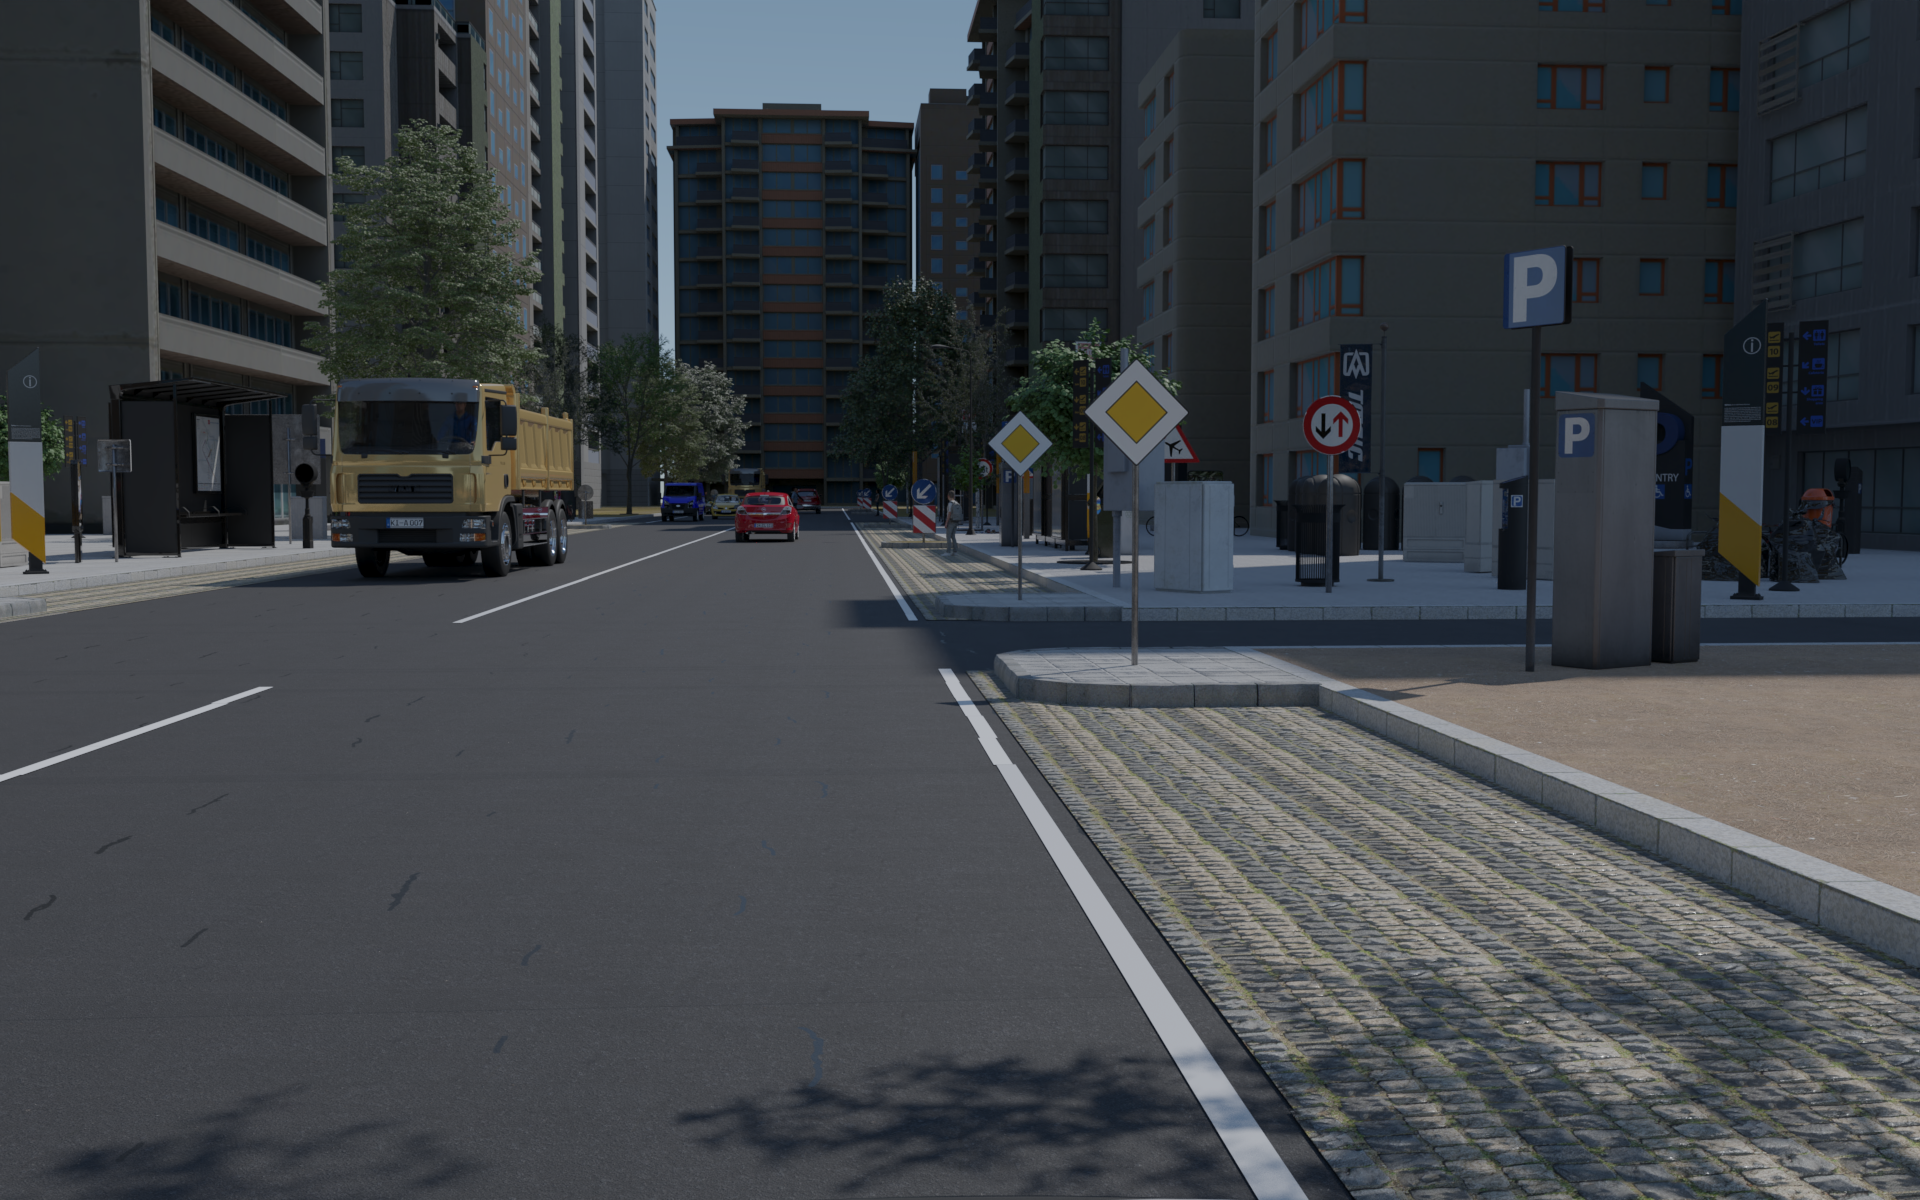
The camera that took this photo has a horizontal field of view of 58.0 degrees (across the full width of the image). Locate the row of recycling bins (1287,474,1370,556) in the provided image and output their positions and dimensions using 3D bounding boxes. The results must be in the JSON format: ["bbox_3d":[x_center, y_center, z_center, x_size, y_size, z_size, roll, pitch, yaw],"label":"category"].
[{"bbox_3d":[7.795,-1.854,37.419,1.069,1.692,3.534,0,4,-2],"label":"row of recycling bins"}]

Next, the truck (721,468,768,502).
[{"bbox_3d":[-16.291,-8.344,132.346,3.469,3.379,9.791,0,4,-5],"label":"truck"}]

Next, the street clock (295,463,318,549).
[{"bbox_3d":[-15.365,-2.214,40.761,0.471,2.002,0.358,0,4,4],"label":"street clock"}]

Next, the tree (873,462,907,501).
[{"bbox_3d":[-6.268,-10.526,155.806,4.285,4.588,4.351,0,3,0],"label":"tree"}]

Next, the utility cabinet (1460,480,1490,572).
[{"bbox_3d":[8.731,-1.209,28.448,1.173,1.500,0.318,-3,5,-42],"label":"utility cabinet"}]

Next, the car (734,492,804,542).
[{"bbox_3d":[-5.904,-2.703,53.228,2.155,1.783,4.494,0,4,-3],"label":"car"}]

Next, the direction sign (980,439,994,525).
[{"bbox_3d":[1.111,-4.831,70.987,0.379,3.537,0.876,3,5,41],"label":"direction sign"}]

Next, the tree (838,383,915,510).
[{"bbox_3d":[-6.125,-13.234,142.131,9.928,11.665,9.643,0,3,0],"label":"tree"}]

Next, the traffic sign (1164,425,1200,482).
[{"bbox_3d":[3.629,-1.804,29.500,0.884,2.594,0.081,0,4,5],"label":"traffic sign"}]

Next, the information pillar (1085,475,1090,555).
[{"bbox_3d":[2.737,-2.761,36.504,0.183,3.616,0.504,0,4,7],"label":"information pillar"}]

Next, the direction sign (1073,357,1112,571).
[{"bbox_3d":[2.214,-2.270,29.119,0.379,3.537,0.876,-3,5,-41],"label":"direction sign"}]

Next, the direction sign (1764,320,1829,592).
[{"bbox_3d":[10.929,-1.887,22.857,0.876,3.537,0.379,2,4,35],"label":"direction sign"}]

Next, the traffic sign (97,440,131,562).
[{"bbox_3d":[-15.857,-1.858,32.501,0.606,2.300,0.079,0,4,-2],"label":"traffic sign"}]

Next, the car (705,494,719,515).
[{"bbox_3d":[-16.683,-6.752,120.186,2.009,1.686,4.222,0,4,-2],"label":"car"}]

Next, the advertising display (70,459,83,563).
[{"bbox_3d":[-16.555,-1.668,32.481,0.123,1.923,0.974,-1,4,-23],"label":"advertising display"}]

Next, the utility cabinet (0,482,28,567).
[{"bbox_3d":[-16.763,-1.329,30.401,0.318,1.500,1.173,0,4,-7],"label":"utility cabinet"}]

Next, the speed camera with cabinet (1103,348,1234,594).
[{"bbox_3d":[2.773,-1.761,23.125,0.660,3.252,2.038,-2,4,-34],"label":"speed camera with cabinet"}]

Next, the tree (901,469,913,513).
[{"bbox_3d":[-3.104,-7.631,119.366,1.663,3.219,1.824,0,3,0],"label":"tree"}]

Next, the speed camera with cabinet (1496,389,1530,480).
[{"bbox_3d":[10.960,-2.391,33.433,0.660,3.252,2.038,3,4,37],"label":"speed camera with cabinet"}]

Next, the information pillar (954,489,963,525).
[{"bbox_3d":[-0.050,-4.102,71.567,0.304,2.012,0.304,1,4,19],"label":"information pillar"}]

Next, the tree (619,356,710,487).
[{"bbox_3d":[-24.612,-13.714,142.357,7.486,12.596,7.792,0,3,0],"label":"tree"}]

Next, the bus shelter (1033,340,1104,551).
[{"bbox_3d":[2.838,-3.996,42.971,2.179,5.291,8.768,0,4,-4],"label":"bus shelter"}]

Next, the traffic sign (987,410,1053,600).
[{"bbox_3d":[0.723,-1.055,20.888,0.795,2.450,0.064,0,4,-4],"label":"traffic sign"}]

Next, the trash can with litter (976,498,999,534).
[{"bbox_3d":[1.336,-2.789,56.650,1.678,1.210,2.233,-2,4,-31],"label":"trash can with litter"}]

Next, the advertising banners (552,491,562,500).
[{"bbox_3d":[-17.762,-4.921,76.643,0.090,3.025,2.074,0,4,0],"label":"advertising banners"}]

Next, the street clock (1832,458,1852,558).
[{"bbox_3d":[17.749,-1.853,34.871,0.358,2.002,0.471,3,4,38],"label":"street clock"}]

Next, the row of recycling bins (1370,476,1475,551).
[{"bbox_3d":[10.082,-1.980,39.482,3.534,1.692,1.069,2,4,30],"label":"row of recycling bins"}]

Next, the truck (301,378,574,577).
[{"bbox_3d":[-9.214,-2.208,32.021,3.469,3.379,9.791,0,4,-3],"label":"truck"}]

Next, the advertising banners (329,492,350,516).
[{"bbox_3d":[-23.661,-4.332,67.017,0.090,3.025,2.074,1,4,21],"label":"advertising banners"}]

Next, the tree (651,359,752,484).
[{"bbox_3d":[-24.841,-15.734,163.903,9.857,13.997,8.962,0,3,0],"label":"tree"}]

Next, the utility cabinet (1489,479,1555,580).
[{"bbox_3d":[8.588,-1.067,26.117,0.318,1.500,1.173,-2,4,-30],"label":"utility cabinet"}]

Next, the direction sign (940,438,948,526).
[{"bbox_3d":[-0.615,-4.771,69.996,0.379,3.537,0.876,1,4,17],"label":"direction sign"}]

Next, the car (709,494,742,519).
[{"bbox_3d":[-13.333,-5.453,99.382,2.015,1.641,3.980,0,4,-5],"label":"car"}]

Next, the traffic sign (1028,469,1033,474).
[{"bbox_3d":[2.239,-2.977,48.780,0.768,2.556,0.104,0,4,2],"label":"traffic sign"}]

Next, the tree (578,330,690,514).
[{"bbox_3d":[-20.851,-11.230,109.372,9.928,11.665,9.643,0,3,0],"label":"tree"}]

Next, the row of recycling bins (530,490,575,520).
[{"bbox_3d":[-21.024,-4.845,86.335,3.534,1.692,1.069,-1,4,-18],"label":"row of recycling bins"}]

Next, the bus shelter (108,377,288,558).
[{"bbox_3d":[-16.468,-2.847,37.824,1.731,3.624,6.357,0,4,-4],"label":"bus shelter"}]

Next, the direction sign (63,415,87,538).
[{"bbox_3d":[-25.694,-3.570,50.372,0.379,3.537,0.876,1,4,12],"label":"direction sign"}]

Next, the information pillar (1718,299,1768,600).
[{"bbox_3d":[9.504,-1.814,21.006,0.504,3.616,0.183,3,4,38],"label":"information pillar"}]

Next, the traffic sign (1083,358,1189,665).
[{"bbox_3d":[1.306,-0.568,12.924,0.795,2.450,0.064,0,4,-4],"label":"traffic sign"}]

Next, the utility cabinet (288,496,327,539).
[{"bbox_3d":[-18.609,-2.339,49.405,1.020,1.237,0.306,0,4,5],"label":"utility cabinet"}]

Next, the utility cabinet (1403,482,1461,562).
[{"bbox_3d":[8.936,-1.456,32.484,1.173,1.500,0.318,1,4,22],"label":"utility cabinet"}]

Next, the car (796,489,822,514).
[{"bbox_3d":[-11.165,-7.172,125.938,2.281,1.827,5.304,0,4,-6],"label":"car"}]

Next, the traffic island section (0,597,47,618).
[{"bbox_3d":[-12.012,0.137,20.041,2.009,0.180,2.903,0,4,-4],"label":"traffic island section"}]

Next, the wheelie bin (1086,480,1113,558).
[{"bbox_3d":[2.929,-1.657,34.995,0.693,1.594,0.980,1,4,9],"label":"wheelie bin"}]

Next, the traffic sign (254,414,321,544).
[{"bbox_3d":[-17.474,-3.083,44.284,2.265,3.308,0.079,0,4,2],"label":"traffic sign"}]

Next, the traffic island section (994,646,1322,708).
[{"bbox_3d":[1.329,0.567,13.003,2.009,0.180,2.903,0,4,-4],"label":"traffic island section"}]

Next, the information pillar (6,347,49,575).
[{"bbox_3d":[-14.866,-2.216,27.588,0.504,3.616,0.183,-3,5,-45],"label":"information pillar"}]

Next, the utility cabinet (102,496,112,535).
[{"bbox_3d":[-26.359,-2.641,54.338,1.020,1.237,0.306,1,4,12],"label":"utility cabinet"}]

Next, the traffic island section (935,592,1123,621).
[{"bbox_3d":[0.746,0.080,20.967,2.009,0.180,2.903,0,4,-4],"label":"traffic island section"}]

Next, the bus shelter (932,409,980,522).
[{"bbox_3d":[-0.090,-6.223,79.374,2.179,5.291,8.768,0,4,-4],"label":"bus shelter"}]

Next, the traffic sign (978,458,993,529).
[{"bbox_3d":[0.789,-3.766,61.678,0.768,2.556,0.104,0,4,4],"label":"traffic sign"}]

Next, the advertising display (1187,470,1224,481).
[{"bbox_3d":[6.648,-2.552,46.940,0.974,1.923,0.123,1,4,12],"label":"advertising display"}]

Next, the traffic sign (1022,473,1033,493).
[{"bbox_3d":[2.154,-3.557,58.164,0.884,2.594,0.081,0,4,1],"label":"traffic sign"}]

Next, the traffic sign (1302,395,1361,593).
[{"bbox_3d":[4.794,-1.366,22.437,0.768,2.556,0.104,0,4,-4],"label":"traffic sign"}]
